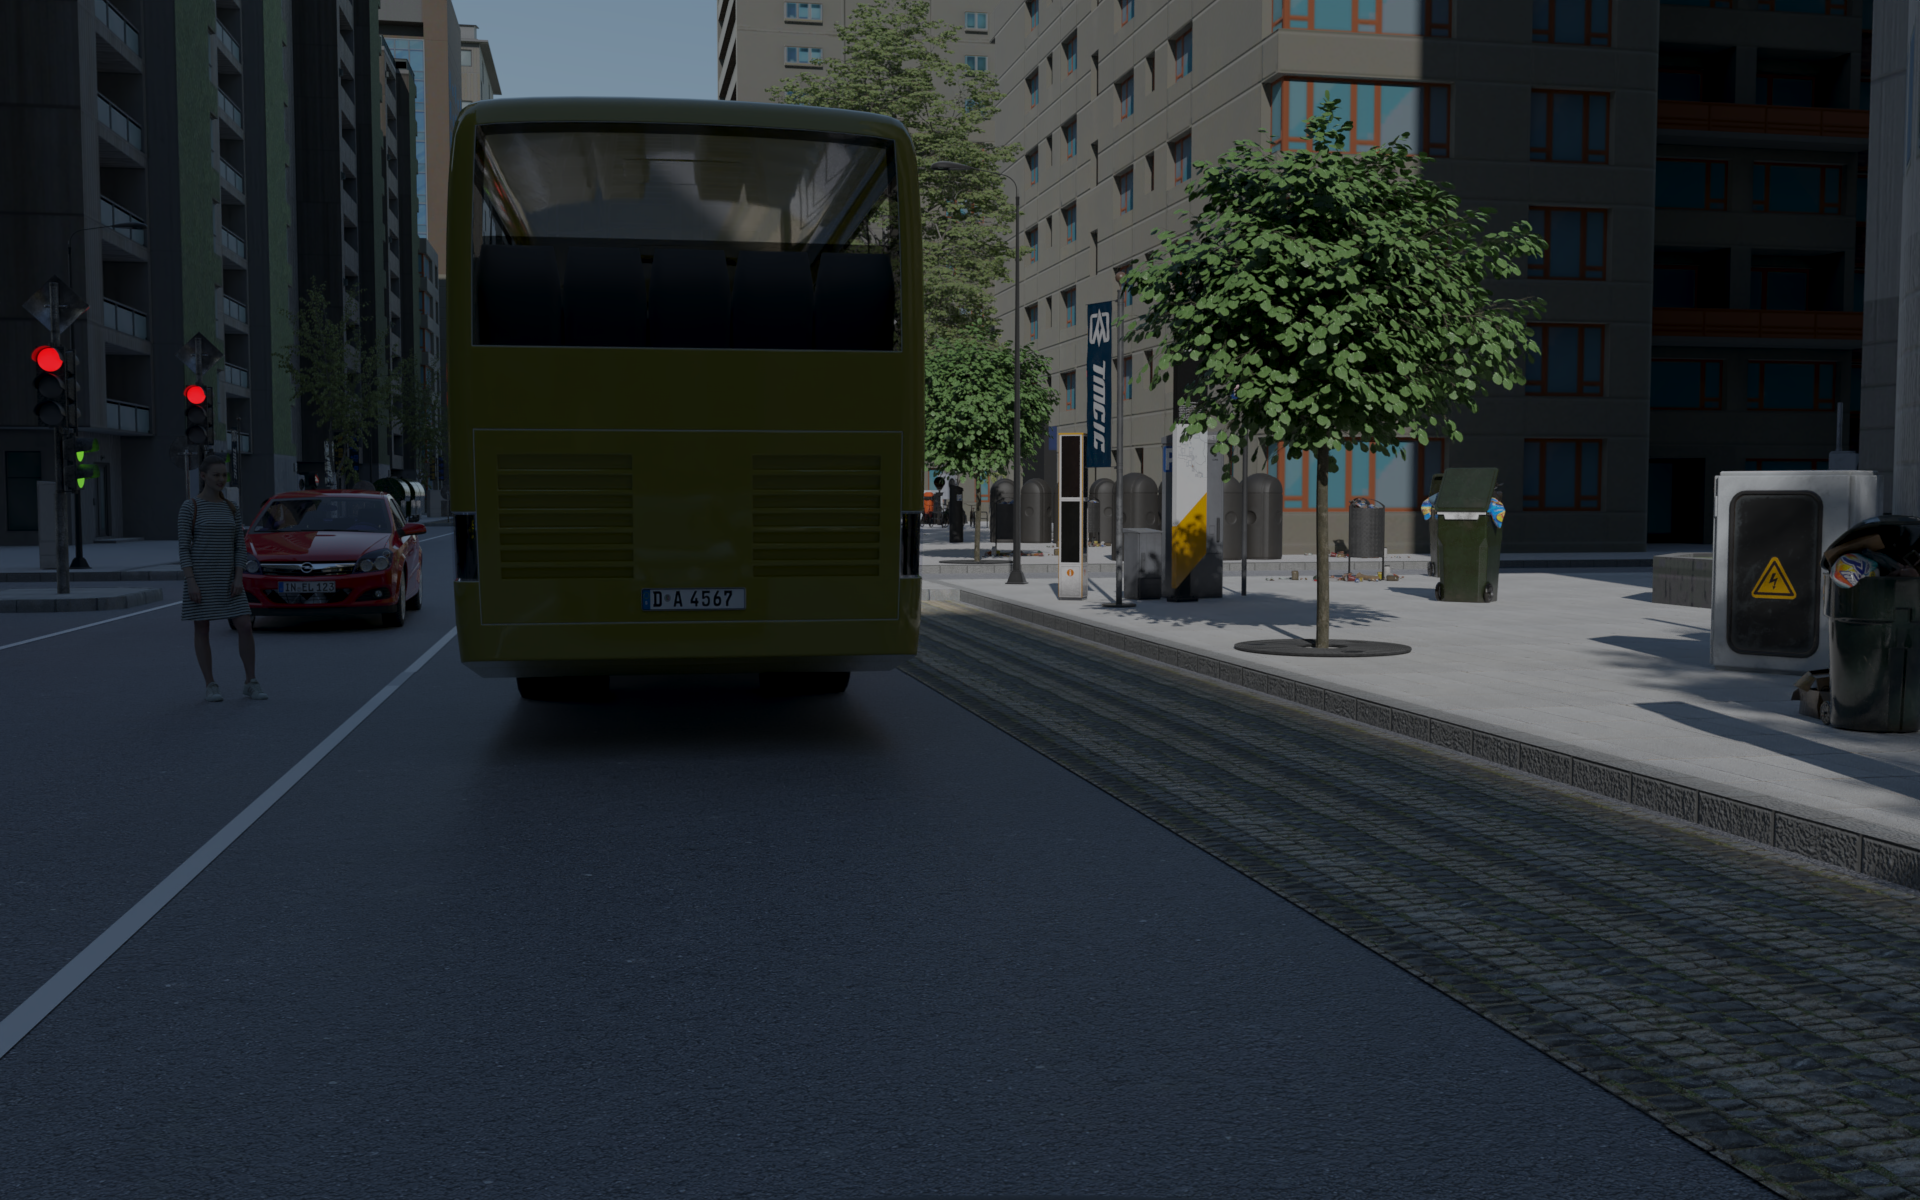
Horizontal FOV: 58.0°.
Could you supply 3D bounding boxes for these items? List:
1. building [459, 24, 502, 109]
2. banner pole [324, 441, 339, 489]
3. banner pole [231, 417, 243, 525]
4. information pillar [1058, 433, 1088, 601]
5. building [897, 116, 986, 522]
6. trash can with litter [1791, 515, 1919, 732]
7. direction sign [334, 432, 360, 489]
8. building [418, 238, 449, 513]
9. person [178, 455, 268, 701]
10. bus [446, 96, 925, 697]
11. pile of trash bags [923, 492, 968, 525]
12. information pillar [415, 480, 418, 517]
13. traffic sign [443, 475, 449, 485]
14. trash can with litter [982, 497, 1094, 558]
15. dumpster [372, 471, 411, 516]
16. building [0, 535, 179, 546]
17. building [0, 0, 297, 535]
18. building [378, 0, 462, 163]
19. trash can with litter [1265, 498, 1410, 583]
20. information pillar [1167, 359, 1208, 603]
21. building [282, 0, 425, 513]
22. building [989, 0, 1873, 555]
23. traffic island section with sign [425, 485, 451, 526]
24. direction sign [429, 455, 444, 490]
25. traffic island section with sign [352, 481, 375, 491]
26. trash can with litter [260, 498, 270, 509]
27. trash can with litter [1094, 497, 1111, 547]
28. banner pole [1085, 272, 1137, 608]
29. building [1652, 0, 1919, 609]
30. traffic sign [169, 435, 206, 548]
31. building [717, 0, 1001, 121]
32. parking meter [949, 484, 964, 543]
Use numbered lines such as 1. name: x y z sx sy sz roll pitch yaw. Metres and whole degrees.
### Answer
1. building: -67.393 -37.210 197.628 28.713 52.752 27.495 -1 4 -12
2. banner pole: -25.971 -5.000 71.767 0.401 3.779 0.863 2 4 34
3. banner pole: -23.654 -4.077 56.683 0.401 3.779 0.863 -3 5 -45
4. information pillar: 1.371 -1.006 20.940 0.304 2.012 0.304 1 4 18
5. building: 4.672 -15.339 95.832 27.650 21.520 28.899 -1 4 -12
6. trash can with litter: 4.960 0.106 9.661 0.624 1.170 1.055 0 4 2
7. direction sign: -22.411 -4.363 63.333 0.876 3.537 0.379 -1 4 -8
8. building: -52.396 -17.339 128.531 27.650 21.520 28.899 -1 4 -12
9. person: -5.172 -0.155 12.033 0.522 1.701 0.512 3 5 41
10. bus: -2.465 -1.444 15.162 2.896 3.916 12.252 -1 4 -10
11. pile of trash bags: -0.884 -3.913 73.728 1.912 1.369 3.447 1 4 16
12. information pillar: -29.236 -5.421 93.123 0.304 2.012 0.304 1 4 18
13. traffic sign: -30.453 -6.330 103.504 0.884 2.594 0.081 0 4 -6
14. trash can with litter: 1.393 -1.516 35.839 2.233 1.210 1.678 -1 4 -14
15. dumpster: -24.003 -4.304 72.856 1.502 2.255 1.985 -1 4 -11
16. building: -27.915 -22.026 43.719 14.154 41.232 14.086 -1 4 -12
17. building: -33.926 -23.327 64.994 14.154 41.232 14.086 -1 4 -12
18. building: -50.653 -30.581 150.112 14.600 45.320 14.200 -1 4 -12
19. trash can with litter: 5.649 -0.904 25.830 2.233 1.210 1.678 0 4 1
20. information pillar: 2.721 -1.787 20.575 0.504 3.616 0.183 -2 4 -33
21. building: -41.839 -20.599 108.503 14.160 30.474 14.107 -1 4 -12
22. building: 17.983 -12.673 52.240 28.899 21.520 27.650 -1 4 -12
23. traffic island section with sign: -22.906 -4.221 77.645 1.989 1.847 2.006 -1 4 -12
24. direction sign: -30.568 -6.682 101.251 0.876 3.537 0.379 1 4 9
25. traffic island section with sign: -17.327 -2.553 50.363 1.989 1.847 2.006 -1 4 -12
26. trash can with litter: -20.369 -2.413 50.844 0.624 1.170 1.055 -3 5 -43
27. trash can with litter: 2.853 -1.911 42.294 2.233 1.210 1.678 -3 4 -38
28. banner pole: 1.687 -1.822 19.811 0.401 3.779 0.863 -2 4 -32
29. building: 19.804 -28.612 9.813 21.231 58.520 28.212 -1 4 -12
30. traffic sign: -16.625 -2.275 37.299 0.768 2.556 0.104 0 4 -4
31. building: -6.971 -31.073 131.747 21.300 48.544 21.600 -1 4 -12
32. parking meter: -0.096 -2.284 45.749 0.372 1.533 0.369 0 3 0
